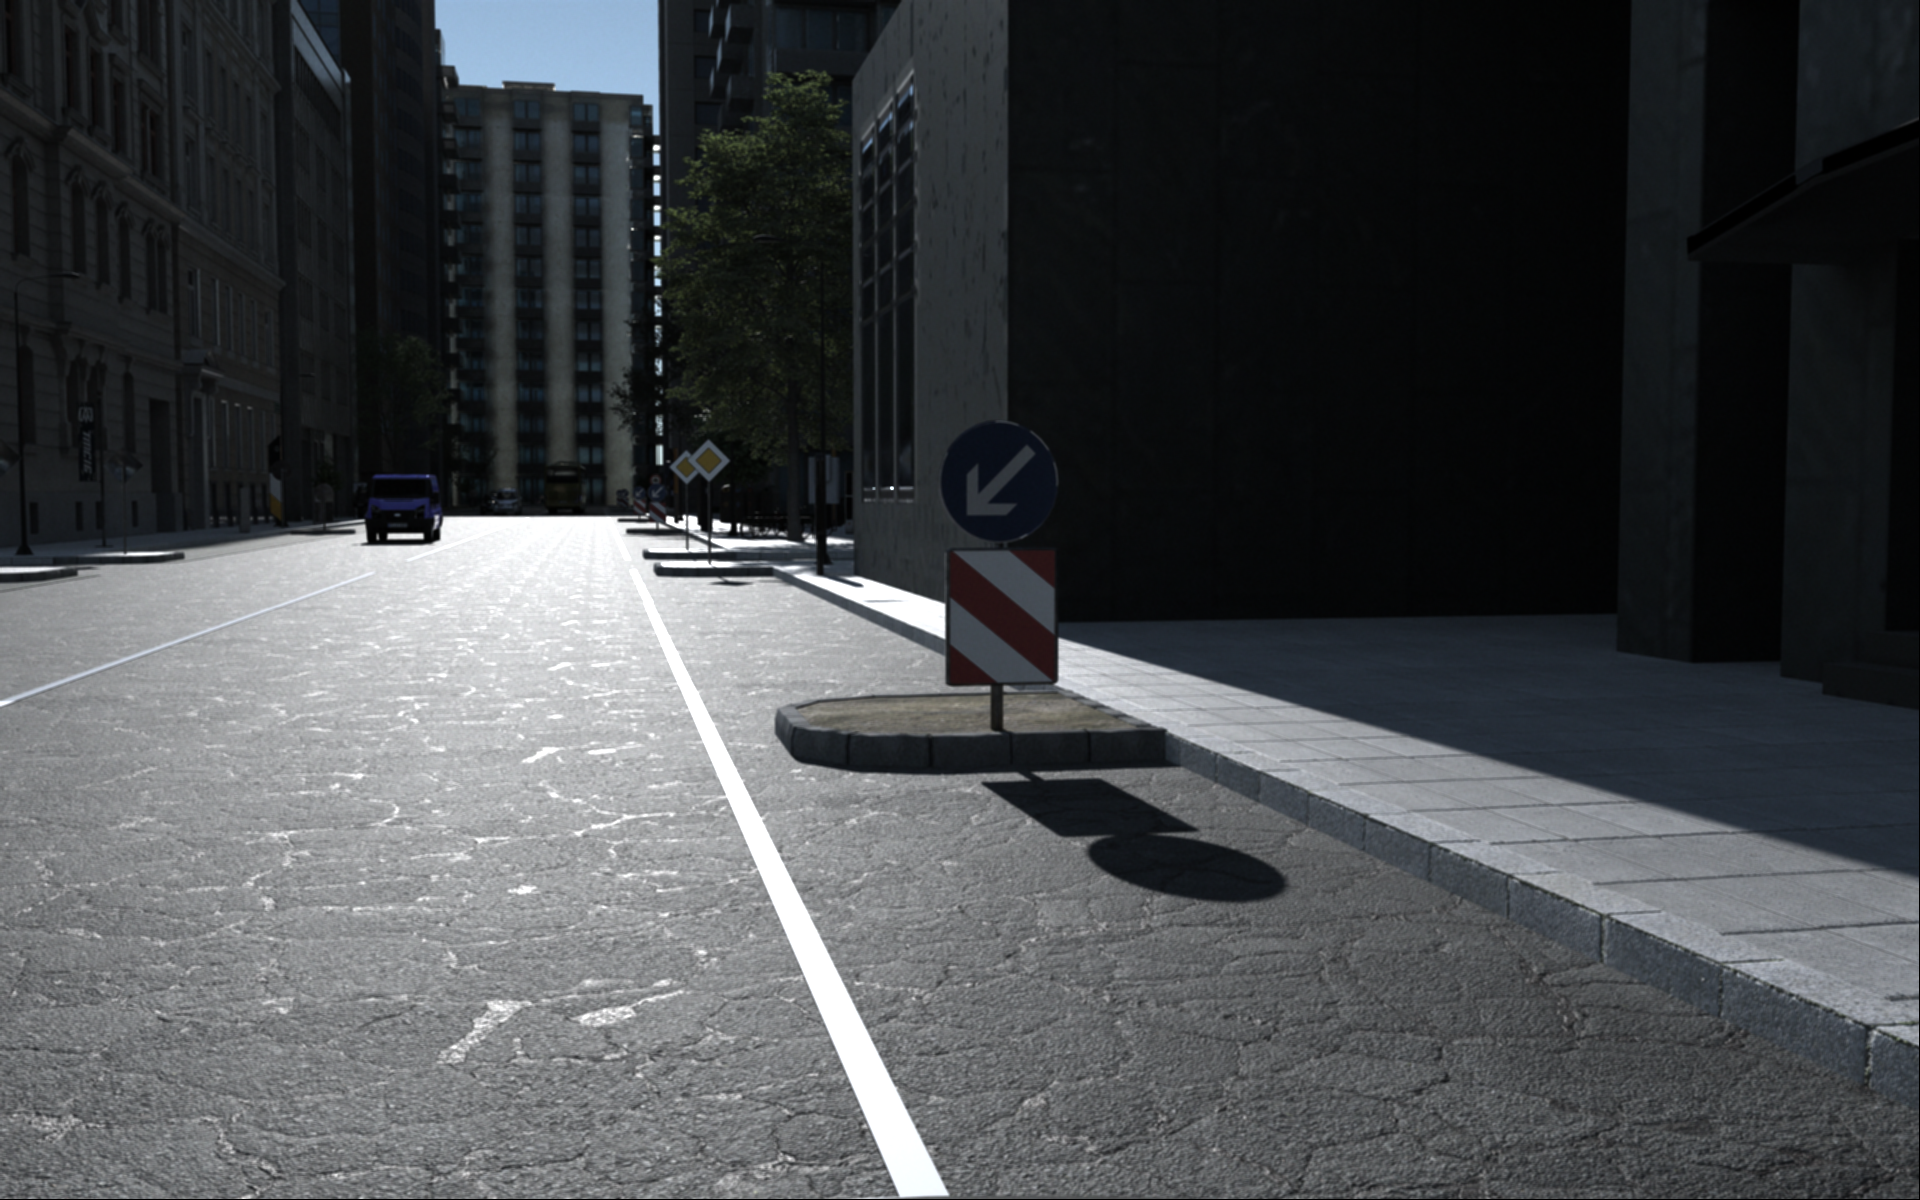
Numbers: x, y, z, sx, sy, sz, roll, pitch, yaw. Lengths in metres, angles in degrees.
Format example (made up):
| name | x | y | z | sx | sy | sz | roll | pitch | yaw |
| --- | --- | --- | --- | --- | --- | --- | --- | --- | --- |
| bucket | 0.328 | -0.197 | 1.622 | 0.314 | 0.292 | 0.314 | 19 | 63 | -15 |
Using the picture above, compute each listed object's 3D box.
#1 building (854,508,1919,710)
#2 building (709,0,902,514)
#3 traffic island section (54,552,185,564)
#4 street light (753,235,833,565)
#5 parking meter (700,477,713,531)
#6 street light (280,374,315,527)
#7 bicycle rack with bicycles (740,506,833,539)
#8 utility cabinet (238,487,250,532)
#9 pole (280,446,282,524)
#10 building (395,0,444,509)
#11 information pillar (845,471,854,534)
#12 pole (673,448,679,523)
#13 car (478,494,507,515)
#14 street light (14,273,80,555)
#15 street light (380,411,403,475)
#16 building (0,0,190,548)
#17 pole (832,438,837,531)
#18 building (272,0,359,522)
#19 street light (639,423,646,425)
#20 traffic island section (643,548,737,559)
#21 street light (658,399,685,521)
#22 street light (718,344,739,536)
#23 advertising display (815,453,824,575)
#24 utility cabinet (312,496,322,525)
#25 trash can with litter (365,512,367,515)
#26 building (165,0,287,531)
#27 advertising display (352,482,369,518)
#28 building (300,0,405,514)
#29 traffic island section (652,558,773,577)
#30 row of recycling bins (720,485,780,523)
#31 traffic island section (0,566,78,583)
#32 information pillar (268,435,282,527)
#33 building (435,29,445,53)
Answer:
| name | x | y | z | sx | sy | sz | roll | pitch | yaw |
| --- | --- | --- | --- | --- | --- | --- | --- | --- | --- |
| building | 12.416 | -42.768 | 11.930 | 22.319 | 86.520 | 31.000 | -1 | 4 | -12 |
| building | -2.191 | -29.146 | 96.141 | 23.786 | 49.044 | 30.456 | -1 | 4 | -12 |
| traffic island section | -17.811 | -0.895 | 36.914 | 2.009 | 0.180 | 2.903 | -1 | 4 | -12 |
| street light | -3.023 | -3.597 | 31.350 | 1.470 | 5.913 | 1.316 | -1 | 4 | -12 |
| parking meter | -8.705 | -3.292 | 59.538 | 0.399 | 1.863 | 0.255 | -2 | 4 | -32 |
| street light | -25.600 | -5.773 | 66.931 | 1.470 | 5.913 | 1.316 | -1 | 4 | -12 |
| bicycle rack with bicycles | -5.139 | -2.264 | 50.407 | 2.925 | 0.926 | 2.852 | -1 | 4 | -17 |
| utility cabinet | -23.838 | -2.996 | 57.660 | 0.318 | 1.500 | 1.173 | -2 | 4 | -25 |
| pole | -28.767 | -4.865 | 73.385 | 0.158 | 3.312 | 0.155 | 0 | 3 | 0 |
| building | -52.667 | -36.226 | 134.288 | 21.231 | 58.520 | 28.212 | -1 | 4 | -12 |
| information pillar | -3.496 | -3.133 | 55.713 | 0.304 | 2.012 | 0.304 | 2 | 4 | 24 |
| pole | -12.561 | -5.061 | 76.594 | 0.158 | 3.312 | 0.155 | 0 | 3 | 0 |
| car | -32.731 | -6.835 | 121.531 | 2.009 | 1.686 | 4.222 | -1 | 4 | -13 |
| street light | -19.169 | -3.905 | 36.386 | 1.470 | 5.913 | 1.316 | -1 | 4 | -12 |
| street light | -31.938 | -7.629 | 97.277 | 1.470 | 5.913 | 1.316 | -1 | 4 | -12 |
| building | -30.330 | -15.826 | 46.147 | 14.401 | 28.519 | 23.554 | -1 | 4 | -12 |
| pole | -4.351 | -4.039 | 59.878 | 0.158 | 3.312 | 0.155 | 0 | 3 | 0 |
| building | -38.245 | -16.484 | 87.531 | 12.078 | 24.808 | 19.932 | -1 | 4 | -12 |
| street light | -20.230 | -8.595 | 113.063 | 1.470 | 5.913 | 1.316 | -1 | 4 | -12 |
| traffic island section | -6.171 | -1.043 | 39.338 | 2.009 | 0.180 | 2.903 | -1 | 4 | -12 |
| street light | -13.903 | -6.738 | 82.714 | 1.470 | 5.913 | 1.316 | -1 | 4 | -12 |
| street light | -7.434 | -4.881 | 52.352 | 1.470 | 5.913 | 1.316 | -1 | 4 | -12 |
| advertising display | -2.244 | -1.375 | 27.702 | 0.123 | 1.923 | 0.974 | 0 | 4 | -6 |
| utility cabinet | -26.839 | -3.739 | 72.296 | 0.306 | 1.237 | 1.020 | -2 | 4 | -26 |
| trash can with litter | -37.001 | -5.802 | 105.922 | 2.233 | 1.210 | 1.678 | 2 | 4 | 31 |
| building | -34.964 | -17.232 | 67.650 | 13.634 | 28.700 | 20.117 | -1 | 4 | -12 |
| advertising display | -31.496 | -5.250 | 91.053 | 0.974 | 1.923 | 0.123 | 1 | 4 | 17 |
| building | -45.112 | -28.407 | 114.566 | 14.600 | 45.320 | 14.200 | -1 | 4 | -12 |
| traffic island section | -4.534 | -0.565 | 31.522 | 2.009 | 0.180 | 2.903 | -1 | 4 | -12 |
| row of recycling bins | -9.373 | -4.288 | 77.220 | 3.534 | 1.692 | 1.069 | 3 | 5 | 40 |
| traffic island section | -16.174 | -0.417 | 29.098 | 2.009 | 0.180 | 2.903 | -1 | 4 | -12 |
| information pillar | -27.047 | -4.714 | 68.432 | 0.183 | 3.616 | 0.504 | 3 | 5 | 40 |
| building | -64.226 | -33.487 | 167.123 | 30.456 | 49.044 | 23.786 | -1 | 4 | -12 |
